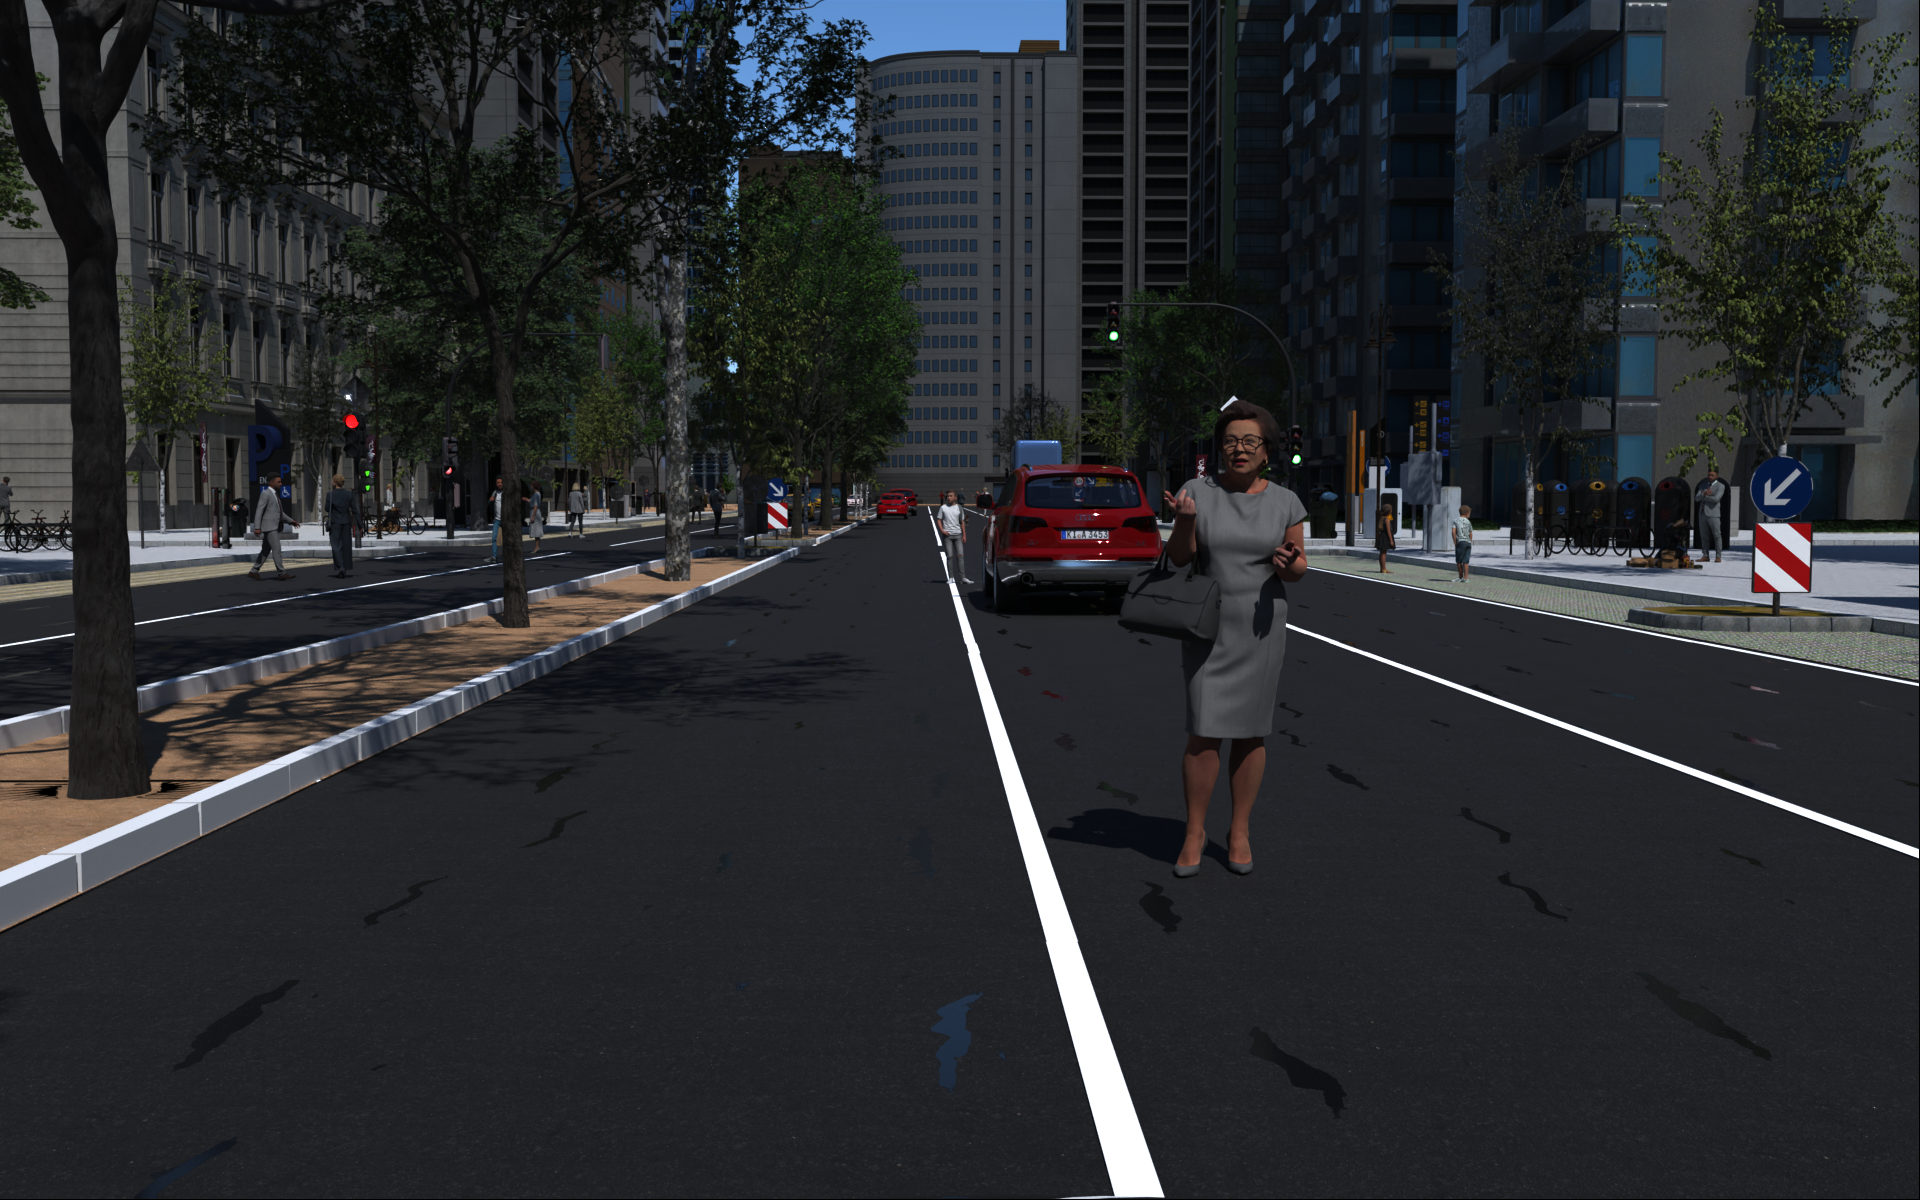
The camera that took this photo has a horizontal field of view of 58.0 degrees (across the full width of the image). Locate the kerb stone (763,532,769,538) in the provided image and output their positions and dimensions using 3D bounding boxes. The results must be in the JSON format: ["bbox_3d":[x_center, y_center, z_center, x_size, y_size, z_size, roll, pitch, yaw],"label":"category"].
[{"bbox_3d":[-6.310,-2.029,55.386,0.120,0.150,1.000,0,4,-1],"label":"kerb stone"}]

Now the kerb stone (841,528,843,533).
[{"bbox_3d":[-4.329,-2.407,61.551,0.120,0.150,1.000,0,4,-1],"label":"kerb stone"}]

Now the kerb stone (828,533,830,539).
[{"bbox_3d":[-4.165,-1.905,53.349,0.120,0.150,1.000,0,4,-1],"label":"kerb stone"}]

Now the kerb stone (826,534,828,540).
[{"bbox_3d":[-4.140,-1.839,52.322,0.120,0.150,1.000,0,4,-1],"label":"kerb stone"}]

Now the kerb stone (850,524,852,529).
[{"bbox_3d":[-4.473,-2.846,68.732,0.120,0.150,1.000,0,4,-1],"label":"kerb stone"}]

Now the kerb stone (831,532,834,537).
[{"bbox_3d":[-4.212,-2.028,55.393,0.120,0.150,1.000,0,4,-1],"label":"kerb stone"}]

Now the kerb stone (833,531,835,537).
[{"bbox_3d":[-4.232,-2.093,56.415,0.120,0.150,1.000,0,4,-1],"label":"kerb stone"}]

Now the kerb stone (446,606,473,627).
[{"bbox_3d":[-5.558,0.196,18.984,0.120,0.150,1.000,0,4,-1],"label":"kerb stone"}]

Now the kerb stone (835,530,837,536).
[{"bbox_3d":[-4.245,-2.150,57.441,0.120,0.150,1.000,0,4,-1],"label":"kerb stone"}]

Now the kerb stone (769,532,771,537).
[{"bbox_3d":[-6.332,-2.085,56.408,0.120,0.150,1.000,0,4,-1],"label":"kerb stone"}]

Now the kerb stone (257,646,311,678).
[{"bbox_3d":[-5.461,0.509,13.875,0.120,0.150,1.000,0,4,-1],"label":"kerb stone"}]

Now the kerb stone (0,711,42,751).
[{"bbox_3d":[-5.375,0.763,9.765,0.120,0.150,1.000,0,4,-1],"label":"kerb stone"}]

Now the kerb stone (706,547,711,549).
[{"bbox_3d":[-6.006,-1.109,40.490,0.120,0.150,1.000,0,4,-1],"label":"kerb stone"}]

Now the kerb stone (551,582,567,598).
[{"bbox_3d":[-5.670,-0.113,24.105,0.120,0.150,1.000,0,4,-1],"label":"kerb stone"}]

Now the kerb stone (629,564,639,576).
[{"bbox_3d":[-5.799,-0.492,30.248,0.120,0.150,1.000,0,4,-1],"label":"kerb stone"}]

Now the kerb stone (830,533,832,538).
[{"bbox_3d":[-4.187,-1.968,54.371,0.120,0.150,1.000,0,4,-1],"label":"kerb stone"}]

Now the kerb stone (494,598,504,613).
[{"bbox_3d":[-5.603,0.071,21.027,0.120,0.150,1.000,0,4,-1],"label":"kerb stone"}]

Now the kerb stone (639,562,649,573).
[{"bbox_3d":[-5.809,-0.555,31.273,0.120,0.150,1.000,0,4,-1],"label":"kerb stone"}]

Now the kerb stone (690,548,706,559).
[{"bbox_3d":[-5.977,-1.056,39.468,0.120,0.150,1.000,0,4,-1],"label":"kerb stone"}]

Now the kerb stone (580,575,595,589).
[{"bbox_3d":[-5.709,-0.242,26.148,0.120,0.150,1.000,0,4,-1],"label":"kerb stone"}]

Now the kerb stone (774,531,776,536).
[{"bbox_3d":[-6.369,-2.217,58.454,0.120,0.150,1.000,0,4,-1],"label":"kerb stone"}]

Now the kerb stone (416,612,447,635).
[{"bbox_3d":[-5.544,0.259,17.962,0.120,0.150,1.000,0,4,-1],"label":"kerb stone"}]

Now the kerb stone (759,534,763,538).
[{"bbox_3d":[-6.265,-1.905,53.335,0.120,0.150,1.000,0,4,-1],"label":"kerb stone"}]

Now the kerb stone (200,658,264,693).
[{"bbox_3d":[-5.437,0.572,12.847,0.120,0.150,1.000,0,4,-1],"label":"kerb stone"}]

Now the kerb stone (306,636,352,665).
[{"bbox_3d":[-5.481,0.446,14.897,0.120,0.150,1.000,0,4,-1],"label":"kerb stone"}]

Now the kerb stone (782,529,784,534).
[{"bbox_3d":[-6.435,-2.404,61.536,0.120,0.150,1.000,0,4,-1],"label":"kerb stone"}]

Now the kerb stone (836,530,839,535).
[{"bbox_3d":[-4.269,-2.218,58.463,0.120,0.150,1.000,0,4,-1],"label":"kerb stone"}]

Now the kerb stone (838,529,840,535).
[{"bbox_3d":[-4.296,-2.278,59.500,0.120,0.150,1.000,0,4,-1],"label":"kerb stone"}]

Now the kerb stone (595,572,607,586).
[{"bbox_3d":[-5.735,-0.304,27.170,0.120,0.150,1.000,0,4,-1],"label":"kerb stone"}]

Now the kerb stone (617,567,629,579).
[{"bbox_3d":[-5.772,-0.429,29.214,0.120,0.150,1.000,0,4,-1],"label":"kerb stone"}]

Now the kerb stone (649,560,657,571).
[{"bbox_3d":[-5.830,-0.618,32.299,0.120,0.150,1.000,0,4,-1],"label":"kerb stone"}]

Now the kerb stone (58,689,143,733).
[{"bbox_3d":[-5.397,0.704,10.795,0.120,0.150,1.000,0,4,-1],"label":"kerb stone"}]

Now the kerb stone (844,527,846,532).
[{"bbox_3d":[-4.365,-2.533,63.610,0.120,0.150,1.000,0,4,-1],"label":"kerb stone"}]

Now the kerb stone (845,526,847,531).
[{"bbox_3d":[-4.395,-2.596,64.632,0.120,0.150,1.000,0,4,-1],"label":"kerb stone"}]

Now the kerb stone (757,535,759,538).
[{"bbox_3d":[-6.246,-1.842,52.310,0.120,0.150,1.000,0,4,-1],"label":"kerb stone"}]

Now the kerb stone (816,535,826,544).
[{"bbox_3d":[-4.124,-1.780,51.300,0.120,0.150,1.000,0,4,-1],"label":"kerb stone"}]

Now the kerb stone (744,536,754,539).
[{"bbox_3d":[-6.225,-1.777,51.284,0.120,0.150,1.000,0,4,-1],"label":"kerb stone"}]

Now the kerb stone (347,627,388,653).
[{"bbox_3d":[-5.498,0.384,15.918,0.120,0.150,1.000,0,4,-1],"label":"kerb stone"}]

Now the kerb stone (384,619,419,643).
[{"bbox_3d":[-5.524,0.321,16.940,0.120,0.150,1.000,0,4,-1],"label":"kerb stone"}]

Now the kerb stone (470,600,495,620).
[{"bbox_3d":[-5.582,0.134,20.005,0.120,0.150,1.000,0,4,-1],"label":"kerb stone"}]

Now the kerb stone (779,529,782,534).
[{"bbox_3d":[-6.404,-2.338,60.504,0.120,0.150,1.000,0,4,-1],"label":"kerb stone"}]

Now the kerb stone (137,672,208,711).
[{"bbox_3d":[-5.420,0.637,11.825,0.120,0.150,1.000,0,4,-1],"label":"kerb stone"}]

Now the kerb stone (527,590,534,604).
[{"bbox_3d":[-5.626,0.010,22.049,0.120,0.150,1.000,0,4,-1],"label":"kerb stone"}]

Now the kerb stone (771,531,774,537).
[{"bbox_3d":[-6.349,-2.155,57.432,0.120,0.150,1.000,0,4,-1],"label":"kerb stone"}]

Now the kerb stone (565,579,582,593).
[{"bbox_3d":[-5.686,-0.177,25.126,0.120,0.150,1.000,0,4,-1],"label":"kerb stone"}]

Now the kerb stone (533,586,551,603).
[{"bbox_3d":[-5.645,-0.052,23.072,0.120,0.150,1.000,0,4,-1],"label":"kerb stone"}]

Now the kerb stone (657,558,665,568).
[{"bbox_3d":[-5.857,-0.680,33.321,0.120,0.150,1.000,0,4,-1],"label":"kerb stone"}]

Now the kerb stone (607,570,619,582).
[{"bbox_3d":[-5.746,-0.365,28.192,0.120,0.150,1.000,0,4,-1],"label":"kerb stone"}]
